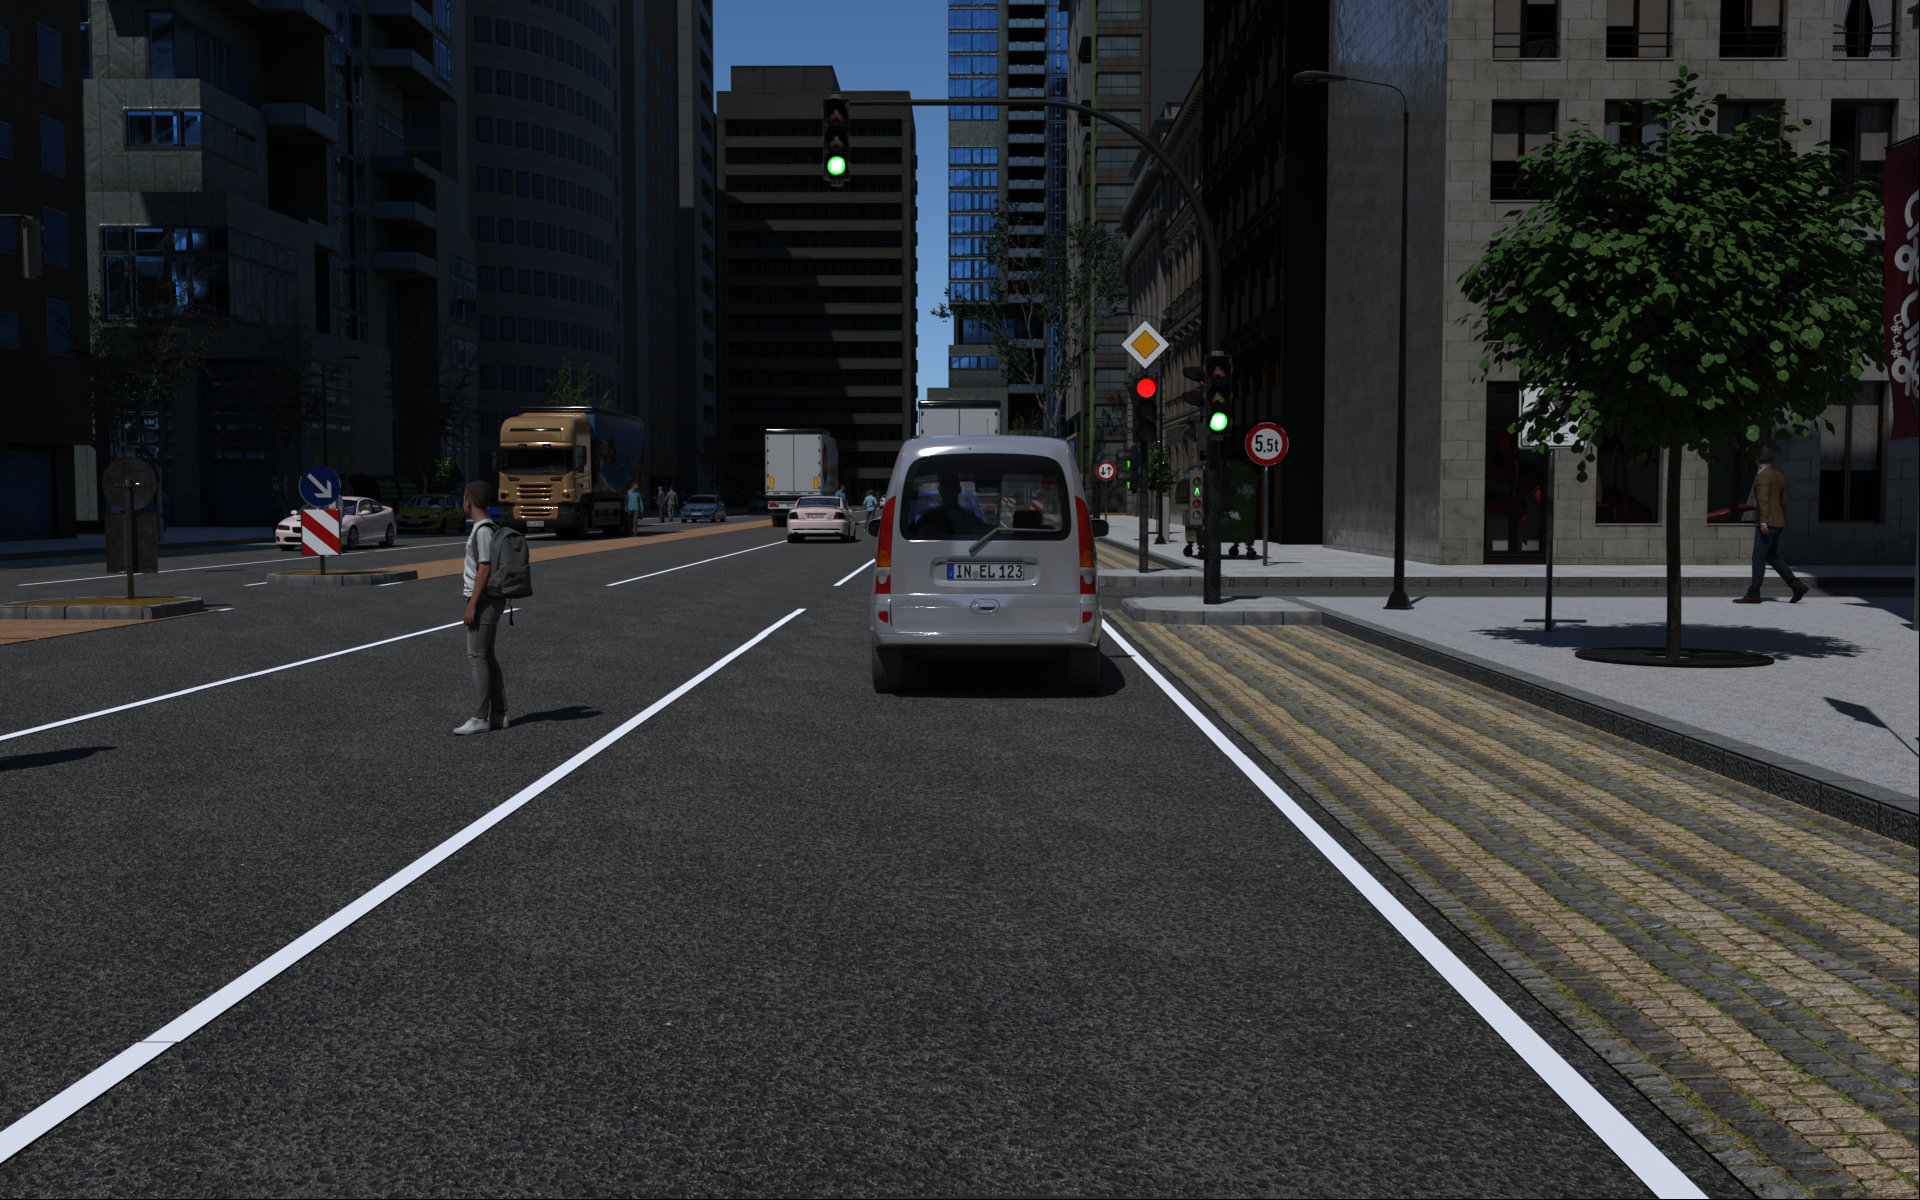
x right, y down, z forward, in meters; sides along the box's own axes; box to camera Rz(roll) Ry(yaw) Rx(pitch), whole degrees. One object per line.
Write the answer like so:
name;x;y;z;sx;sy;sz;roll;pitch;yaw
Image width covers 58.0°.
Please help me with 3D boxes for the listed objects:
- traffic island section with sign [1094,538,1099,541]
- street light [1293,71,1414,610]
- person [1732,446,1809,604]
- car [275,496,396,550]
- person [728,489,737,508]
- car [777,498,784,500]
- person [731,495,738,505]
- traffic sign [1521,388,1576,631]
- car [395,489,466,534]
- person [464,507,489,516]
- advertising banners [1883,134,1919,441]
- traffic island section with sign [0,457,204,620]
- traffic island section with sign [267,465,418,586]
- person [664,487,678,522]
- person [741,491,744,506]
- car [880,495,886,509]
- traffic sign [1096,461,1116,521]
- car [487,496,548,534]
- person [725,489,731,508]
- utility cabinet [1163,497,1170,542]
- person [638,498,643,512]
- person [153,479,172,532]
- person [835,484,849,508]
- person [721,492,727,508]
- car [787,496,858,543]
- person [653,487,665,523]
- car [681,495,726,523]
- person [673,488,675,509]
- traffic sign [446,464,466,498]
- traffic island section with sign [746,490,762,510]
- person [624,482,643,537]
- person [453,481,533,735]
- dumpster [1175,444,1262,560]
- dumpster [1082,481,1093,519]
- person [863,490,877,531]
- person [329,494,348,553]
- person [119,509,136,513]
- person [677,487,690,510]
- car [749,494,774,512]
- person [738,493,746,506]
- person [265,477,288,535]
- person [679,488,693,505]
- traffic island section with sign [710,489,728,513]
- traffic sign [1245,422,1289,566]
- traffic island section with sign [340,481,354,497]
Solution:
traffic island section with sign;3.194;-2.709;52.916;1.989;1.847;2.006;0;4;0
street light;4.362;-2.853;19.187;1.470;5.913;1.316;0;4;0
person;9.511;-0.878;20.307;0.836;1.842;0.656;1;4;14
car;-16.330;-2.028;45.519;2.083;1.381;4.827;0;4;0
person;-21.274;-9.430;160.933;1.217;1.735;0.721;1;4;9
car;-12.479;-7.319;128.344;2.281;1.827;5.304;0;4;-1
person;-22.242;-9.806;169.637;1.065;1.426;0.557;-1;4;-10
traffic sign;5.493;-0.855;16.108;0.606;2.300;0.079;1;4;10
car;-19.138;-3.201;62.552;2.015;1.641;3.980;0;4;-1
person;-23.554;-4.755;84.001;1.509;1.804;0.699;1;4;14
advertising banners;4.657;-0.709;7.783;0.090;3.025;2.074;0;4;1
traffic island section with sign;-10.148;-0.760;20.562;2.006;1.907;1.989;0;4;0
traffic island section with sign;-10.086;-1.213;27.969;2.006;1.907;1.989;0;4;0
person;-15.116;-5.012;90.573;0.709;1.813;0.853;-2;4;-29
person;-22.790;-10.644;180.868;0.445;1.727;0.742;-2;4;-27
car;-6.821;-9.578;168.956;2.083;1.381;4.827;0;4;1
traffic sign;5.612;-4.065;66.570;0.768;2.556;0.104;0;4;5
car;-16.389;-3.318;63.833;1.945;1.707;3.694;0;4;1
person;-20.816;-9.123;155.658;0.568;1.767;0.683;1;4;16
utility cabinet;5.492;-2.162;46.517;0.306;1.237;1.020;0;4;7
person;-22.635;-7.101;122.277;0.705;1.807;1.348;-3;4;-37
person;-27.064;-3.205;58.799;0.623;1.781;0.721;-1;4;-18
person;-5.025;-3.963;73.164;0.638;1.841;0.748;-2;4;-29
person;-20.893;-8.790;152.992;0.421;1.427;0.697;2;4;30
car;-4.152;-2.436;52.196;2.083;1.381;4.827;0;4;0
person;-14.951;-4.737;86.133;0.590;1.801;0.661;-2;4;-35
car;-13.023;-4.657;88.152;2.014;1.417;4.499;0;4;2
person;-25.085;-8.913;151.635;0.599;1.838;0.709;0;4;-3
traffic sign;-21.486;-4.518;73.876;0.884;2.594;0.081;0;4;5
traffic island section with sign;-18.282;-9.084;157.158;1.989;1.847;2.006;0;4;0
person;-10.802;-2.995;57.331;0.638;1.841;0.748;-1;4;-12
person;-2.890;0.036;10.510;0.523;1.515;0.503;-3;4;-37
dumpster;5.143;-1.953;34.424;1.502;2.255;1.985;0;4;0
dumpster;5.471;-4.455;78.596;1.264;1.857;1.865;0;4;0
person;-3.436;-3.446;66.658;0.589;1.601;0.330;1;4;21
person;-15.121;-2.043;41.778;0.514;1.842;0.818;3;4;37
person;-21.235;-2.323;44.205;0.728;1.800;0.709;-1;4;-12
person;-21.751;-7.935;135.764;1.348;1.826;0.705;1;4;20
car;-16.244;-7.959;142.133;2.014;1.417;4.499;0;4;0
person;-22.684;-10.421;179.681;1.065;1.426;0.557;1;4;17
person;-21.114;-2.895;53.549;0.661;1.801;0.590;-2;4;-33
person;-20.910;-7.700;132.660;1.217;1.735;0.721;-1;4;-17
traffic island section with sign;-18.474;-7.436;130.204;1.989;1.847;2.006;0;4;0
traffic sign;5.452;-1.881;30.866;0.768;2.556;0.104;0;4;2
traffic island section with sign;-19.024;-2.713;52.981;1.989;1.847;2.006;0;4;0
